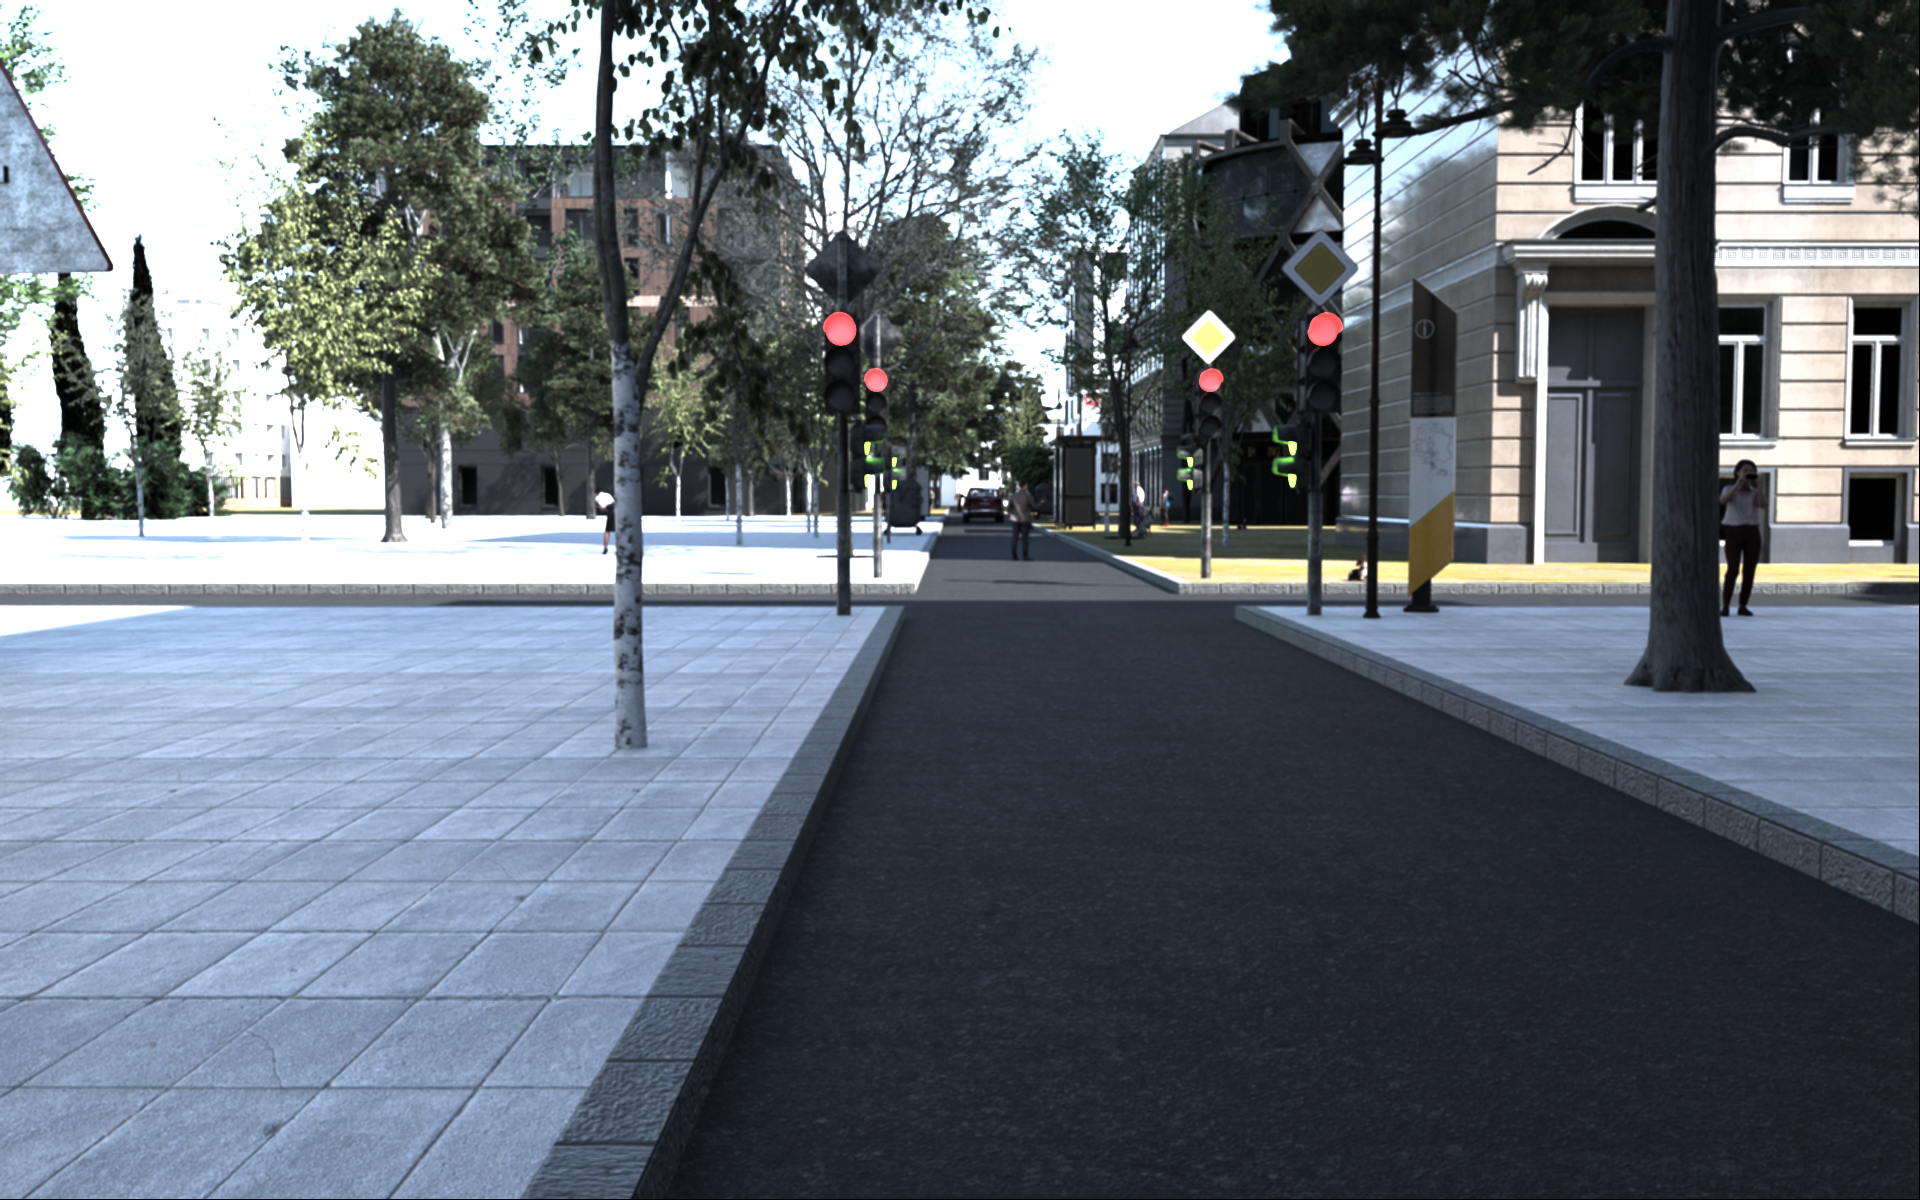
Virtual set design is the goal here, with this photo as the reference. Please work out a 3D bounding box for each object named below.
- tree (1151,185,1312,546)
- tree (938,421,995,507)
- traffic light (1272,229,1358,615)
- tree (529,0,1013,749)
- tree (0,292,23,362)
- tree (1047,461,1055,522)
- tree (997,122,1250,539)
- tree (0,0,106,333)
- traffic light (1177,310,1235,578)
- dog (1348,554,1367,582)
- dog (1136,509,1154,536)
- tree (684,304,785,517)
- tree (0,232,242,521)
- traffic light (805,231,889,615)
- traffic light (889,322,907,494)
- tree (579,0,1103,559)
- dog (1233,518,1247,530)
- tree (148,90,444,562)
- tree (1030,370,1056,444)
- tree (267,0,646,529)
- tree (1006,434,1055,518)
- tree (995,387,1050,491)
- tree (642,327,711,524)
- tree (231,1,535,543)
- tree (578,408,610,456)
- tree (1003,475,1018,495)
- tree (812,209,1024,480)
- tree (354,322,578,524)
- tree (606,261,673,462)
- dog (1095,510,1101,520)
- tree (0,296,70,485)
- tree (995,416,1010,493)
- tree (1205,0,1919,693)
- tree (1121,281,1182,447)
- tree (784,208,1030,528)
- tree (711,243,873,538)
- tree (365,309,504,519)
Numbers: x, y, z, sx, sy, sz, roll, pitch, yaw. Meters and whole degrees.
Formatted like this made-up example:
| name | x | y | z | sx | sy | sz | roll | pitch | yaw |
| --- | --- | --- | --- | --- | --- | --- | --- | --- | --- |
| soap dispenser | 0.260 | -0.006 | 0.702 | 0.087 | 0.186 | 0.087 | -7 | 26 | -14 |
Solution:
| name | x | y | z | sx | sy | sz | roll | pitch | yaw |
| --- | --- | --- | --- | --- | --- | --- | --- | --- | --- |
| tree | 6.762 | -5.620 | 42.255 | 4.737 | 8.622 | 4.395 | 0 | 3 | 0 |
| tree | -1.683 | -14.272 | 167.766 | 7.601 | 10.594 | 8.767 | -1 | 4 | -15 |
| traffic light | 3.746 | -1.777 | 18.292 | 0.839 | 4.213 | 0.868 | 0 | 4 | 0 |
| tree | -1.432 | -3.557 | 8.522 | 4.360 | 8.622 | 3.978 | 0 | 3 | 0 |
| tree | -23.078 | -5.376 | 38.254 | 4.360 | 8.622 | 3.978 | 0 | 3 | 0 |
| tree | 4.589 | -5.263 | 80.654 | 1.663 | 3.219 | 1.824 | 0 | 3 | 0 |
| tree | 4.571 | -7.562 | 49.391 | 9.928 | 11.665 | 9.643 | 0 | 3 | 0 |
| tree | -19.670 | -6.467 | 31.490 | 9.928 | 11.665 | 9.643 | 0 | 3 | 0 |
| traffic light | 3.728 | -2.265 | 26.277 | 0.839 | 4.213 | 0.868 | 0 | 4 | 0 |
| dog | 5.981 | -0.480 | 25.589 | 0.550 | 0.427 | 0.748 | 2 | 4 | 33 |
| dog | 5.511 | -2.344 | 52.711 | 0.800 | 0.831 | 0.513 | 0 | 4 | 5 |
| tree | -11.839 | -10.690 | 96.829 | 6.751 | 12.117 | 7.091 | 0 | 3 | 0 |
| tree | -44.494 | -11.471 | 89.365 | 13.155 | 14.587 | 18.604 | -1 | 4 | -21 |
| traffic light | -1.215 | -1.775 | 18.265 | 0.839 | 4.213 | 0.868 | 0 | 4 | 0 |
| traffic light | -1.233 | -2.263 | 26.250 | 0.839 | 4.213 | 0.868 | 0 | 4 | 0 |
| tree | -2.289 | -7.583 | 34.346 | 12.009 | 13.543 | 11.850 | 0 | 3 | 0 |
| dog | 10.114 | -2.739 | 62.518 | 0.748 | 0.427 | 0.550 | -1 | 4 | -12 |
| tree | -12.096 | -5.008 | 32.241 | 4.737 | 8.622 | 4.395 | 0 | 3 | 0 |
| tree | 4.161 | -13.057 | 135.545 | 6.751 | 12.117 | 7.091 | 0 | 3 | 0 |
| tree | -17.754 | -12.558 | 61.214 | 12.611 | 20.169 | 13.585 | 0 | 3 | 0 |
| tree | 4.119 | -6.815 | 95.134 | 4.285 | 4.588 | 4.351 | 0 | 3 | 0 |
| tree | 4.127 | -10.359 | 119.740 | 4.737 | 8.622 | 4.395 | 0 | 3 | 0 |
| tree | -12.133 | -7.629 | 75.103 | 4.737 | 8.622 | 4.395 | 0 | 3 | 0 |
| tree | -14.908 | -8.450 | 45.579 | 7.806 | 13.903 | 7.818 | 0 | 3 | 0 |
| tree | -22.607 | -9.931 | 96.787 | 7.601 | 10.594 | 8.767 | 1 | 4 | 18 |
| tree | 4.461 | -9.337 | 147.258 | 1.663 | 3.219 | 1.824 | 0 | 3 | 0 |
| tree | -2.070 | -10.435 | 77.272 | 9.857 | 13.997 | 8.962 | 0 | 3 | 0 |
| tree | -22.674 | -8.609 | 75.174 | 8.767 | 10.594 | 7.601 | 2 | 4 | 35 |
| tree | -18.244 | -10.944 | 86.362 | 7.806 | 13.903 | 7.818 | 0 | 3 | 0 |
| dog | 6.701 | -4.324 | 85.082 | 0.800 | 0.831 | 0.513 | 3 | 5 | 42 |
| tree | -26.104 | -5.822 | 45.552 | 4.737 | 8.622 | 4.395 | 0 | 3 | 0 |
| tree | 4.168 | -14.849 | 177.198 | 8.767 | 10.594 | 7.601 | 1 | 4 | 13 |
| tree | 5.028 | -6.353 | 11.293 | 7.806 | 13.903 | 7.818 | 0 | 3 | 0 |
| tree | 5.130 | -6.543 | 57.333 | 4.360 | 8.622 | 3.978 | 0 | 3 | 0 |
| tree | -1.881 | -8.783 | 65.658 | 6.751 | 12.117 | 7.091 | 0 | 3 | 0 |
| tree | -4.249 | -6.121 | 50.446 | 4.737 | 8.622 | 4.395 | 0 | 3 | 0 |
| tree | -26.916 | -9.919 | 87.928 | 9.928 | 11.665 | 9.643 | 0 | 3 | 0 |
